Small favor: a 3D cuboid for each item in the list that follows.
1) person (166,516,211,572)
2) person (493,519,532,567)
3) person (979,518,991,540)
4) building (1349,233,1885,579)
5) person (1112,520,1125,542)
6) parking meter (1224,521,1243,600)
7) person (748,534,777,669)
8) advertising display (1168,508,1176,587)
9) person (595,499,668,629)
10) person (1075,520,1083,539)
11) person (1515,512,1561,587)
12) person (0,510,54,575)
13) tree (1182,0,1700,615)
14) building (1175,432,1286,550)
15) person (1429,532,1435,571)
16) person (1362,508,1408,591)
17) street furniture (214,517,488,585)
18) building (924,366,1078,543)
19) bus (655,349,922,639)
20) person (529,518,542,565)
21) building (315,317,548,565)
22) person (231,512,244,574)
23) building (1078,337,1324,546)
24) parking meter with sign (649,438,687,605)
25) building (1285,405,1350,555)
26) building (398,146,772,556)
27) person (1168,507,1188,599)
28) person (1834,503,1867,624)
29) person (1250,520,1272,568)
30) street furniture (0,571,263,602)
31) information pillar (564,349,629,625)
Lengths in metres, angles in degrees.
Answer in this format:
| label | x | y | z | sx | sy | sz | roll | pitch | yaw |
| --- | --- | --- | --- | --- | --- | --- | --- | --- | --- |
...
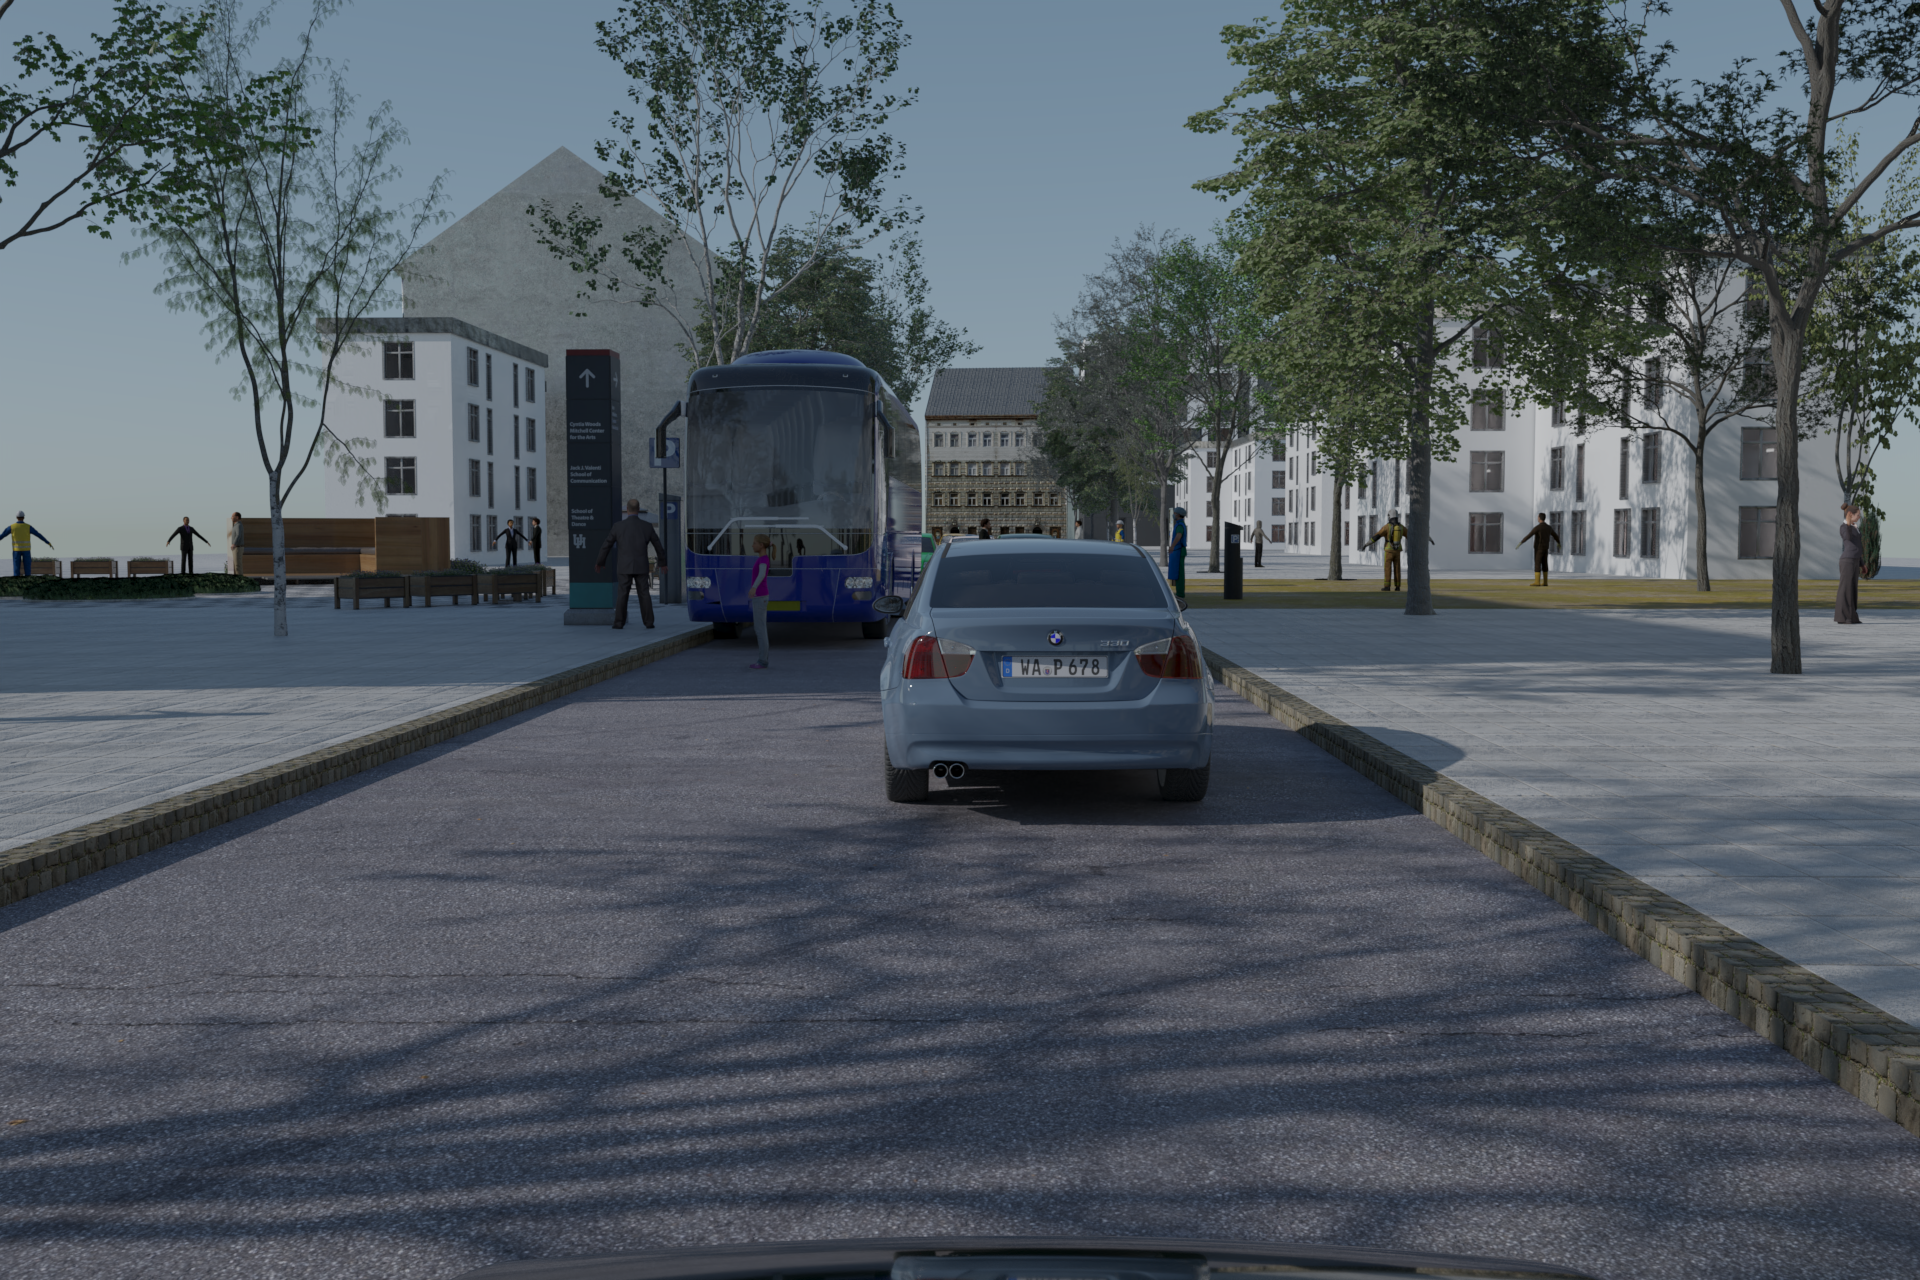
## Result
| label | x | y | z | sx | sy | sz | roll | pitch | yaw |
| --- | --- | --- | --- | --- | --- | --- | --- | --- | --- |
| person | -22.888 | -2.758 | 51.310 | 0.704 | 1.802 | 1.346 | 3 | 4 | 39 |
| person | -13.853 | -2.864 | 53.547 | 1.216 | 1.740 | 0.721 | -2 | 4 | -30 |
| person | 0.640 | -2.012 | 41.533 | 0.705 | 1.806 | 1.347 | 0 | 4 | 7 |
| building | 21.438 | -7.366 | 62.584 | 9.099 | 9.664 | 28.070 | 0 | 4 | 1 |
| person | 5.600 | -3.376 | 61.668 | 0.721 | 1.772 | 1.216 | -1 | 4 | -13 |
| parking meter | 5.374 | -1.566 | 34.022 | 0.372 | 1.533 | 0.369 | 0 | 3 | 0 |
| person | -2.183 | -0.411 | 18.443 | 0.599 | 1.433 | 0.991 | 0 | 4 | -5 |
| advertising display | 5.262 | -2.296 | 42.749 | 0.123 | 1.923 | 0.974 | 0 | 4 | 1 |
| person | -4.457 | -1.033 | 23.492 | 0.990 | 1.755 | 0.434 | -1 | 4 | -15 |
| person | 4.511 | -3.668 | 66.164 | 0.705 | 1.806 | 1.347 | 0 | 4 | 4 |
| person | 14.232 | -2.221 | 42.459 | 1.346 | 1.812 | 0.704 | -1 | 4 | -21 |
| person | -22.012 | -2.120 | 40.627 | 1.349 | 1.833 | 0.705 | -2 | 4 | -25 |
| tree | 7.343 | -6.644 | 26.756 | 7.486 | 12.596 | 7.792 | 0 | 3 | 0 |
| building | 25.286 | -13.126 | 156.755 | 9.099 | 9.664 | 28.070 | 0 | 4 | 1 |
| person | 16.057 | -3.308 | 59.862 | 0.705 | 1.856 | 1.354 | 0 | 4 | -6 |
| person | 9.727 | -2.031 | 38.972 | 1.354 | 1.858 | 0.705 | -1 | 4 | -9 |
| street furniture | -15.891 | -2.522 | 48.082 | 9.812 | 1.723 | 11.010 | -2 | 4 | -27 |
| building | 5.798 | -24.072 | 226.965 | 18.063 | 23.208 | 19.493 | 0 | 4 | 8 |
| bus | -2.106 | -2.162 | 26.889 | 2.896 | 3.916 | 12.251 | 0 | 4 | 1 |
| person | -13.933 | -3.102 | 56.908 | 0.705 | 1.806 | 1.347 | 0 | 4 | -3 |
| building | -23.802 | -8.509 | 81.275 | 9.099 | 9.664 | 28.070 | 0 | 4 | 1 |
| person | -16.771 | -2.072 | 40.147 | 0.705 | 1.796 | 1.348 | -1 | 4 | -22 |
| building | 27.231 | -21.521 | 195.845 | 27.936 | 21.610 | 32.646 | 0 | 4 | 1 |
| parking meter with sign | -5.314 | -2.198 | 32.205 | 0.543 | 3.016 | 1.738 | 0 | 4 | 2 |
| building | 26.748 | -10.070 | 106.794 | 9.099 | 9.664 | 28.070 | 0 | 4 | 1 |
| building | -22.436 | -16.924 | 107.635 | 19.493 | 23.208 | 18.063 | 0 | 4 | 0 |
| person | 4.268 | -1.703 | 33.963 | 0.704 | 1.817 | 1.347 | 1 | 4 | 13 |
| person | 12.664 | -1.082 | 24.530 | 0.445 | 1.727 | 0.742 | 1 | 4 | 16 |
| person | 11.494 | -3.690 | 66.456 | 0.705 | 1.813 | 1.348 | -2 | 4 | -25 |
| street furniture | -19.098 | -1.150 | 34.437 | 10.072 | 0.657 | 5.734 | -2 | 4 | -29 |
| information pillar | -5.186 | -2.154 | 24.598 | 0.750 | 3.857 | 0.750 | 0 | 4 | 2 |
